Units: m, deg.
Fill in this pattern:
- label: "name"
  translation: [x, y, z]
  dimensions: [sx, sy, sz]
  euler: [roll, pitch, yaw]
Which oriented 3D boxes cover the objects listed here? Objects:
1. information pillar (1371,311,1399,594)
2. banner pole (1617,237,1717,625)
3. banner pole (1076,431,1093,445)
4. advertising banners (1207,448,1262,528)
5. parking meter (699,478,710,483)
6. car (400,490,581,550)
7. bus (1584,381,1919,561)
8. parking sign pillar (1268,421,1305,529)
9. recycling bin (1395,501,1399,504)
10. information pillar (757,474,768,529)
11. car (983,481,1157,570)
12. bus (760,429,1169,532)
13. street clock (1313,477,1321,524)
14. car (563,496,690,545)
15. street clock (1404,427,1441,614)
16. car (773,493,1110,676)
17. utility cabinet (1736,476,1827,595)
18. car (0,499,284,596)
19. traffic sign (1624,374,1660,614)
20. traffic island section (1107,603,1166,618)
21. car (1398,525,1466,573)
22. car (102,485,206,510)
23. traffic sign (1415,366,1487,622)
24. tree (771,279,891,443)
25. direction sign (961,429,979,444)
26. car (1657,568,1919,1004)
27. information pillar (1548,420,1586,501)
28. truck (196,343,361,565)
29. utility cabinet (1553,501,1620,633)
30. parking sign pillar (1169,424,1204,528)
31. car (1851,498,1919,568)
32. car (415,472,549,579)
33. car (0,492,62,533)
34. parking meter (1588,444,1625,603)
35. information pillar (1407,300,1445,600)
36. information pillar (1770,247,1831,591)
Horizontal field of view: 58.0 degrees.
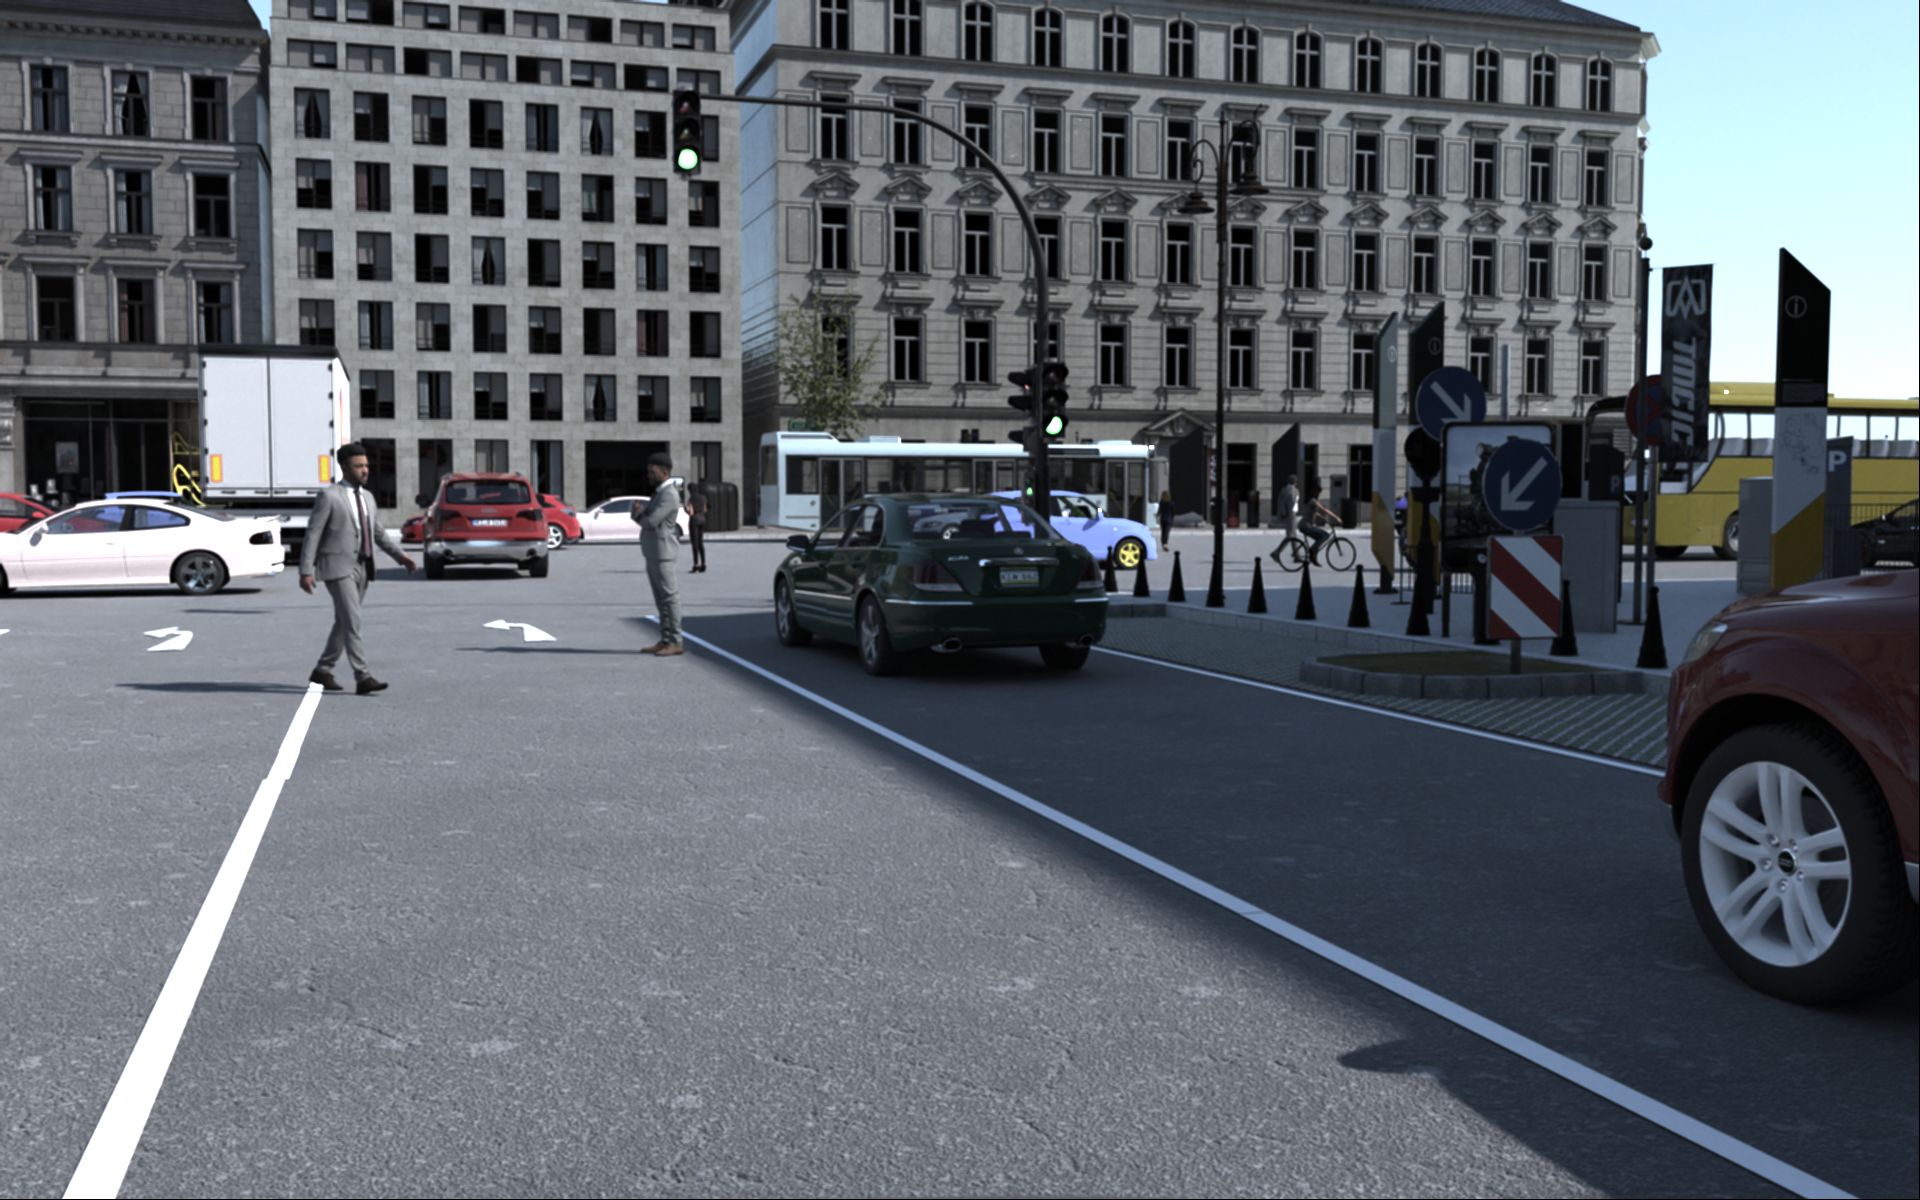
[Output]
- label: "information pillar"
  translation: [5.437, -1.884, 22.159]
  dimensions: [0.183, 3.616, 0.504]
  euler: [3, 5, 41]
- label: "banner pole"
  translation: [6.867, -1.641, 16.847]
  dimensions: [0.863, 3.779, 0.401]
  euler: [3, 4, 38]
- label: "banner pole"
  translation: [4.897, -4.838, 69.120]
  dimensions: [0.863, 3.779, 0.401]
  euler: [0, 4, 3]
- label: "advertising banners"
  translation: [10.446, -4.271, 66.015]
  dimensions: [2.074, 3.025, 0.090]
  euler: [1, 4, 9]
- label: "parking meter"
  translation: [-9.407, -3.561, 63.933]
  dimensions: [0.255, 1.863, 0.399]
  euler: [2, 4, 28]
- label: "car"
  translation: [-12.057, -2.173, 44.567]
  dimensions: [4.494, 1.783, 2.155]
  euler: [-1, 4, -16]
- label: "bus"
  translation: [19.381, -2.911, 39.141]
  dimensions: [12.252, 3.916, 2.896]
  euler: [-1, 4, -19]
- label: "parking sign pillar"
  translation: [12.220, -4.651, 64.512]
  dimensions: [1.447, 3.967, 1.447]
  euler: [-2, 4, -35]
- label: "recycling bin"
  translation: [16.359, -3.152, 64.083]
  dimensions: [0.722, 1.027, 0.722]
  euler: [2, 4, 23]
- label: "information pillar"
  translation: [-7.364, -3.673, 64.539]
  dimensions: [0.304, 2.012, 0.304]
  euler: [1, 4, 20]
- label: "car"
  translation: [1.909, -1.431, 32.995]
  dimensions: [3.694, 1.707, 1.945]
  euler: [-1, 4, -18]
- label: "bus"
  translation: [0.530, -3.619, 54.028]
  dimensions: [13.247, 3.499, 2.948]
  euler: [-1, 4, -19]
- label: "street clock"
  translation: [15.073, -4.198, 73.208]
  dimensions: [0.358, 2.002, 0.471]
  euler: [2, 4, 27]
- label: "car"
  translation: [-9.811, -2.293, 49.848]
  dimensions: [4.827, 1.381, 2.083]
  euler: [-1, 4, -16]
- label: "street clock"
  translation: [4.983, -0.854, 18.525]
  dimensions: [0.471, 2.002, 0.358]
  euler: [1, 4, 15]
- label: "car"
  translation: [-0.337, -0.211, 15.243]
  dimensions: [2.131, 1.459, 4.920]
  euler: [-1, 4, -20]
- label: "utility cabinet"
  translation: [10.143, -0.780, 21.433]
  dimensions: [0.318, 1.500, 1.173]
  euler: [-1, 4, -15]
- label: "car"
  translation: [-12.242, -0.757, 24.742]
  dimensions: [4.827, 1.381, 2.083]
  euler: [-1, 4, -19]
- label: "traffic sign"
  translation: [7.396, -1.125, 18.501]
  dimensions: [0.768, 2.556, 0.104]
  euler: [-1, 4, -13]
- label: "traffic island section"
  translation: [1.012, 0.066, 21.194]
  dimensions: [2.009, 0.180, 2.903]
  euler: [-1, 4, -18]
- label: "car"
  translation: [10.271, -1.384, 32.417]
  dimensions: [4.222, 1.686, 2.009]
  euler: [-1, 4, -16]
- label: "car"
  translation: [-20.930, -2.210, 45.731]
  dimensions: [3.694, 1.707, 1.945]
  euler: [-1, 4, -18]
- label: "traffic sign"
  translation: [4.885, -1.054, 17.345]
  dimensions: [0.768, 2.556, 0.104]
  euler: [-1, 4, -11]
- label: "tree"
  translation: [-4.725, -6.731, 60.412]
  dimensions: [4.737, 8.622, 4.395]
  euler: [0, 3, 0]
- label: "direction sign"
  translation: [0.348, -4.192, 60.528]
  dimensions: [0.379, 3.537, 0.876]
  euler: [-3, 5, -42]
- label: "car"
  translation: [3.735, 0.310, 3.609]
  dimensions: [2.281, 1.827, 5.304]
  euler: [-1, 4, -17]
- label: "information pillar"
  translation: [6.048, -0.789, 17.388]
  dimensions: [0.304, 2.012, 0.304]
  euler: [-1, 4, -11]
- label: "truck"
  translation: [-14.641, -2.987, 37.754]
  dimensions: [2.839, 4.237, 11.283]
  euler: [-1, 4, -18]
- label: "utility cabinet"
  translation: [5.625, -0.311, 16.239]
  dimensions: [1.020, 1.237, 0.306]
  euler: [1, 4, 22]
- label: "parking sign pillar"
  translation: [8.741, -4.801, 66.971]
  dimensions: [1.447, 3.967, 1.447]
  euler: [0, 4, 4]
- label: "car"
  translation: [18.650, -1.405, 32.756]
  dimensions: [2.009, 1.686, 4.222]
  euler: [-1, 4, -16]
- label: "car"
  translation: [-8.541, -1.364, 30.981]
  dimensions: [2.281, 1.827, 5.304]
  euler: [-1, 4, -18]
- label: "car"
  translation: [-17.862, -1.446, 32.682]
  dimensions: [4.494, 1.783, 2.155]
  euler: [-1, 4, -20]
- label: "parking meter"
  translation: [7.622, -0.901, 20.447]
  dimensions: [0.399, 1.863, 0.255]
  euler: [-2, 4, -35]
- label: "information pillar"
  translation: [5.644, -1.811, 20.965]
  dimensions: [0.504, 3.616, 0.183]
  euler: [-2, 4, -28]
- label: "information pillar"
  translation: [8.016, -1.541, 16.554]
  dimensions: [0.504, 3.616, 0.183]
  euler: [0, 4, -2]
